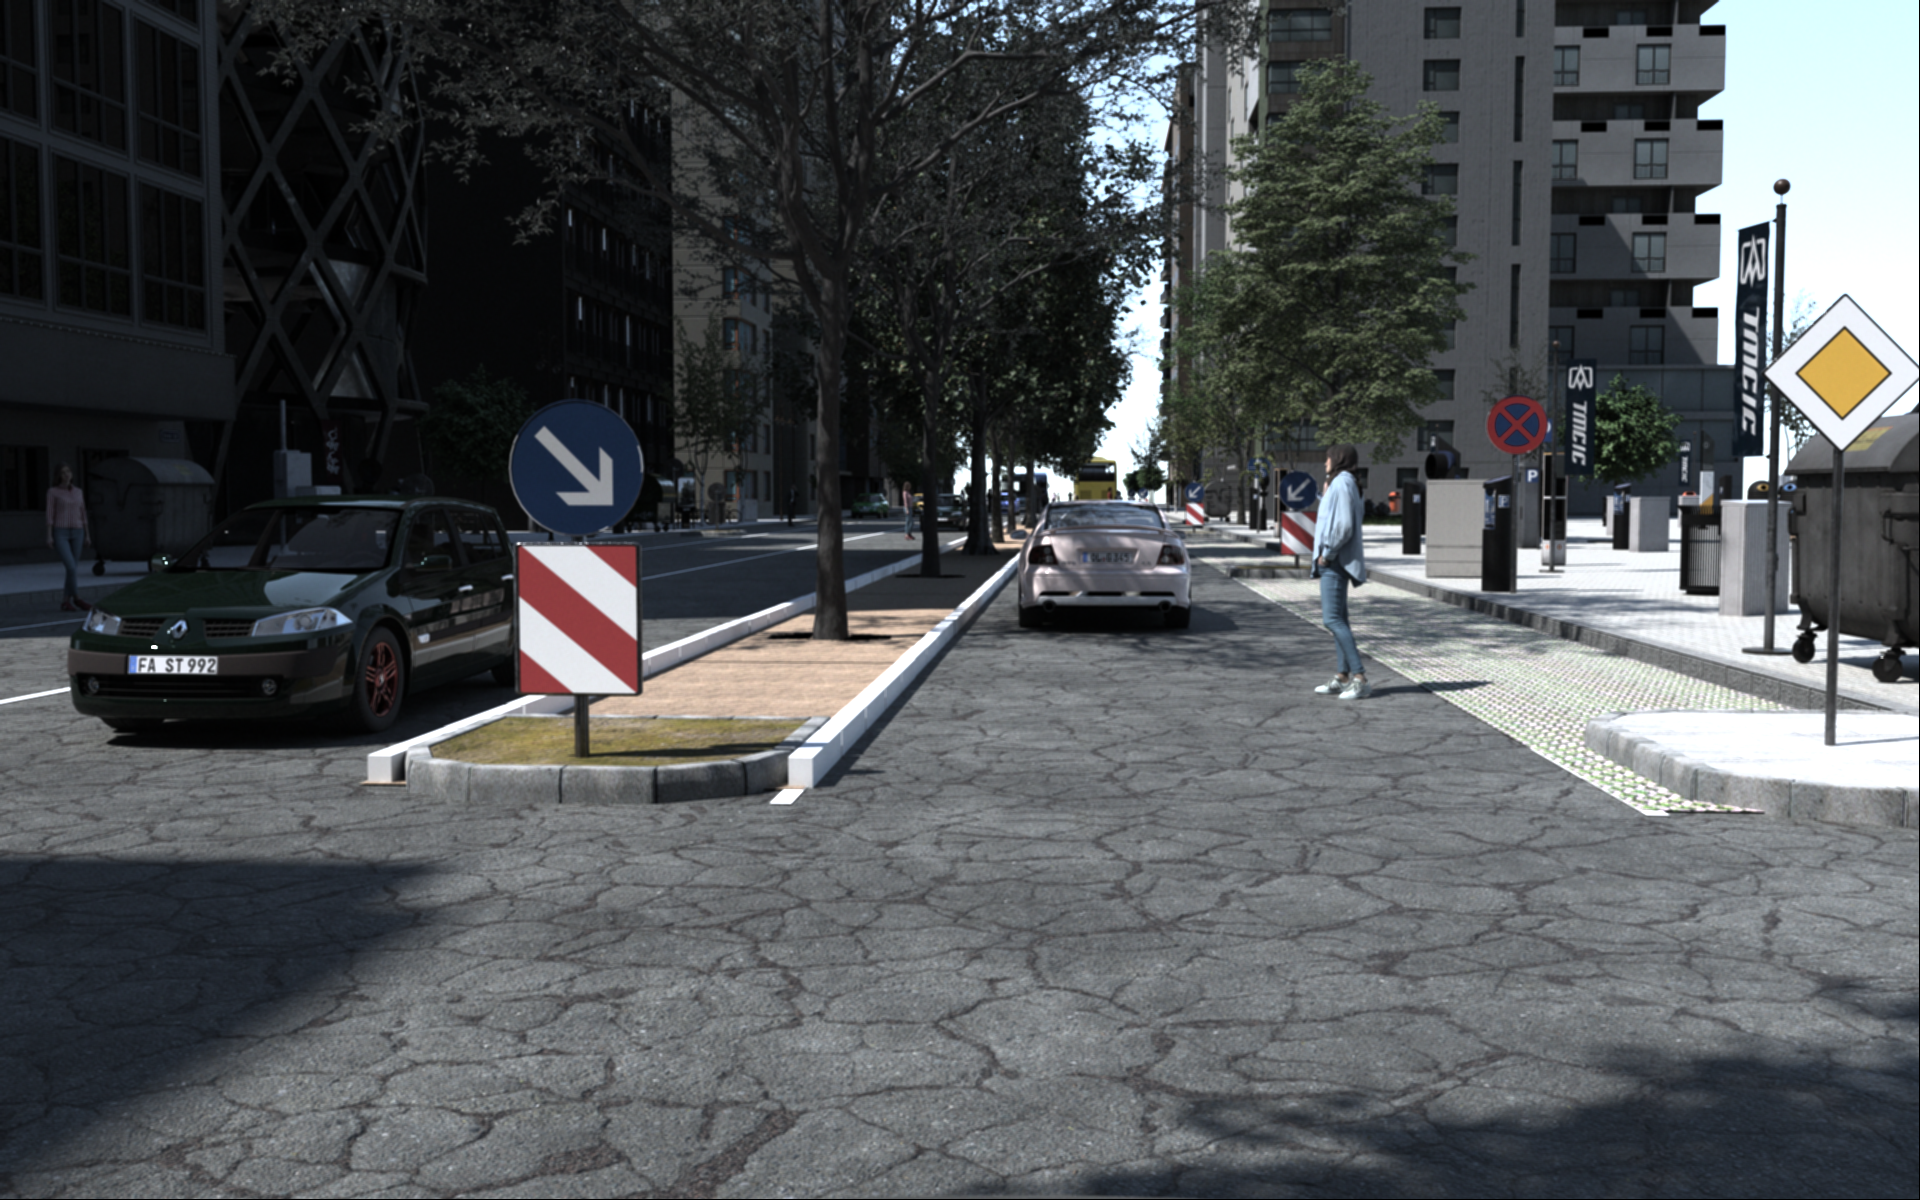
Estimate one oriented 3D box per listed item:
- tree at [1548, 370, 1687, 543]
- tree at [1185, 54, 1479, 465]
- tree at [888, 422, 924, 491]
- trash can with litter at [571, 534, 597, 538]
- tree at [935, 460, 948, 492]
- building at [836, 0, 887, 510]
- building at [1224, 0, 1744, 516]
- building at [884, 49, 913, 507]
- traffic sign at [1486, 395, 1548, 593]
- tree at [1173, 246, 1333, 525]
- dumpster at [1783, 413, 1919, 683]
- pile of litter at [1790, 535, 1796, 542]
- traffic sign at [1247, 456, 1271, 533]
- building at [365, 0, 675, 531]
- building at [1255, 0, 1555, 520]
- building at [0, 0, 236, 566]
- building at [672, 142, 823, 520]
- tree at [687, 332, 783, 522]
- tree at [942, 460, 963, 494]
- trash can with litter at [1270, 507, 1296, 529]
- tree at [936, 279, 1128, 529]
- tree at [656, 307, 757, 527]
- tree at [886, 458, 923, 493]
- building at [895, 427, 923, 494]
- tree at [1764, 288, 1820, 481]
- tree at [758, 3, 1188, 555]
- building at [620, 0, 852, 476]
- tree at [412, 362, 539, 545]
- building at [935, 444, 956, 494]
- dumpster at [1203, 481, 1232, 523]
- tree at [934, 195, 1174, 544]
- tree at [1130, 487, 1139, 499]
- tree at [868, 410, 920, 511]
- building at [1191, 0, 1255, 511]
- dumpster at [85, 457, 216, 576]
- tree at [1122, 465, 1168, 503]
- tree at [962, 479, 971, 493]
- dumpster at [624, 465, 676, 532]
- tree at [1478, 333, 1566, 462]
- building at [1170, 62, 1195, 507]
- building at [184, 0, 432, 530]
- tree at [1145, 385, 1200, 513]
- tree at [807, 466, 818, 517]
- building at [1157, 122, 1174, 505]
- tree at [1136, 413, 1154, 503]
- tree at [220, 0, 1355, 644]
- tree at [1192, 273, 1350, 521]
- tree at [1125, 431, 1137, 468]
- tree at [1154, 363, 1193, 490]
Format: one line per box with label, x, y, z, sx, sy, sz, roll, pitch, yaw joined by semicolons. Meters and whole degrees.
tree;17.468;-3.816;46.106;4.285;4.588;4.351;0;3;0
tree;9.902;-7.817;45.939;7.486;12.596;7.792;0;3;0
tree;-3.332;-14.926;162.161;7.486;12.596;7.792;0;3;0
trash can with litter;-11.124;-2.440;51.276;1.055;1.170;0.624;3;5;44
tree;-2.678;-14.147;181.659;4.360;8.622;3.978;0;3;0
building;-13.866;-30.512;148.988;14.600;45.320;14.200;0;4;4
building;31.768;-31.966;111.888;28.713;52.752;27.495;0;4;4
building;-15.617;-45.462;181.552;20.563;71.187;20.611;0;4;4
traffic sign;7.165;-1.361;22.352;0.768;2.556;0.104;1;4;11
tree;11.790;-8.928;71.724;9.928;11.665;9.643;0;3;0
dumpster;6.860;-0.404;12.361;1.264;1.857;1.865;0;4;4
pile of litter;21.934;-1.996;46.600;1.719;0.858;1.176;0;4;1
traffic sign;9.790;-3.466;56.782;0.768;2.556;0.104;1;4;9
building;-19.040;-14.510;66.910;12.332;23.373;15.834;0;4;4
building;22.738;-19.615;92.402;14.160;30.474;14.107;0;4;4
building;-22.812;-14.139;24.687;14.314;27.812;24.014;0;4;4
building;-23.549;-15.644;100.816;27.650;21.520;28.899;0;4;4
tree;-10.051;-7.800;77.890;4.360;8.622;3.978;0;3;0
tree;-1.223;-15.120;197.581;4.737;8.622;4.395;0;3;0
trash can with litter;11.759;-3.217;63.651;2.233;1.210;1.678;0;4;-1
tree;2.973;-9.194;70.906;7.486;12.596;7.792;0;3;0
tree;-10.144;-7.210;68.250;4.737;8.622;4.395;0;3;0
tree;-4.658;-10.071;148.381;4.285;4.588;4.351;0;3;0
building;-10.832;-33.624;199.856;14.600;45.320;14.200;0;4;4
tree;29.763;-6.791;61.399;4.360;8.622;3.978;0;3;0
tree;0.439;-7.389;40.269;9.611;12.733;9.660;0;3;0
building;-23.173;-32.987;128.570;28.713;52.752;27.495;0;4;4
tree;-11.945;-3.648;43.361;4.285;4.588;4.351;0;3;0
building;-15.419;-23.118;223.014;27.650;21.520;28.899;0;4;4
dumpster;11.664;-4.444;78.421;1.264;1.857;1.865;0;4;4
tree;0.989;-7.457;50.139;9.928;11.665;9.643;0;3;0
tree;20.696;-12.688;202.043;1.663;3.219;1.824;0;3;0
tree;-5.211;-11.107;131.956;4.737;8.622;4.395;0;3;0
building;29.507;-36.575;140.007;21.231;58.520;28.212;0;4;4
dumpster;-12.937;-1.342;27.707;1.264;1.857;1.865;0;4;4
tree;20.523;-13.098;197.871;4.285;4.588;4.351;0;3;0
tree;1.060;-13.815;220.470;1.663;3.219;1.824;0;3;0
dumpster;-10.558;-3.432;58.611;1.502;2.255;1.985;0;4;4
tree;26.215;-7.933;80.068;4.360;8.622;3.978;0;3;0
building;28.876;-32.210;176.751;14.600;45.320;14.200;0;4;4
building;-23.214;-10.885;45.419;16.820;18.784;16.811;0;4;4
tree;14.477;-10.129;115.964;4.360;8.622;3.978;0;3;0
tree;-7.739;-6.398;99.212;1.663;3.219;1.824;0;3;0
building;34.423;-33.232;197.962;22.147;44.769;28.867;0;4;4
tree;12.583;-8.779;93.901;4.737;8.622;4.395;0;3;0
tree;-1.295;-6.358;16.787;12.009;13.543;11.850;0;3;0
tree;10.157;-6.308;53.493;4.737;8.622;4.395;0;3;0
tree;16.986;-12.459;154.065;4.737;8.622;4.395;0;3;0
tree;12.609;-8.083;82.524;4.737;8.622;4.395;0;3;0
